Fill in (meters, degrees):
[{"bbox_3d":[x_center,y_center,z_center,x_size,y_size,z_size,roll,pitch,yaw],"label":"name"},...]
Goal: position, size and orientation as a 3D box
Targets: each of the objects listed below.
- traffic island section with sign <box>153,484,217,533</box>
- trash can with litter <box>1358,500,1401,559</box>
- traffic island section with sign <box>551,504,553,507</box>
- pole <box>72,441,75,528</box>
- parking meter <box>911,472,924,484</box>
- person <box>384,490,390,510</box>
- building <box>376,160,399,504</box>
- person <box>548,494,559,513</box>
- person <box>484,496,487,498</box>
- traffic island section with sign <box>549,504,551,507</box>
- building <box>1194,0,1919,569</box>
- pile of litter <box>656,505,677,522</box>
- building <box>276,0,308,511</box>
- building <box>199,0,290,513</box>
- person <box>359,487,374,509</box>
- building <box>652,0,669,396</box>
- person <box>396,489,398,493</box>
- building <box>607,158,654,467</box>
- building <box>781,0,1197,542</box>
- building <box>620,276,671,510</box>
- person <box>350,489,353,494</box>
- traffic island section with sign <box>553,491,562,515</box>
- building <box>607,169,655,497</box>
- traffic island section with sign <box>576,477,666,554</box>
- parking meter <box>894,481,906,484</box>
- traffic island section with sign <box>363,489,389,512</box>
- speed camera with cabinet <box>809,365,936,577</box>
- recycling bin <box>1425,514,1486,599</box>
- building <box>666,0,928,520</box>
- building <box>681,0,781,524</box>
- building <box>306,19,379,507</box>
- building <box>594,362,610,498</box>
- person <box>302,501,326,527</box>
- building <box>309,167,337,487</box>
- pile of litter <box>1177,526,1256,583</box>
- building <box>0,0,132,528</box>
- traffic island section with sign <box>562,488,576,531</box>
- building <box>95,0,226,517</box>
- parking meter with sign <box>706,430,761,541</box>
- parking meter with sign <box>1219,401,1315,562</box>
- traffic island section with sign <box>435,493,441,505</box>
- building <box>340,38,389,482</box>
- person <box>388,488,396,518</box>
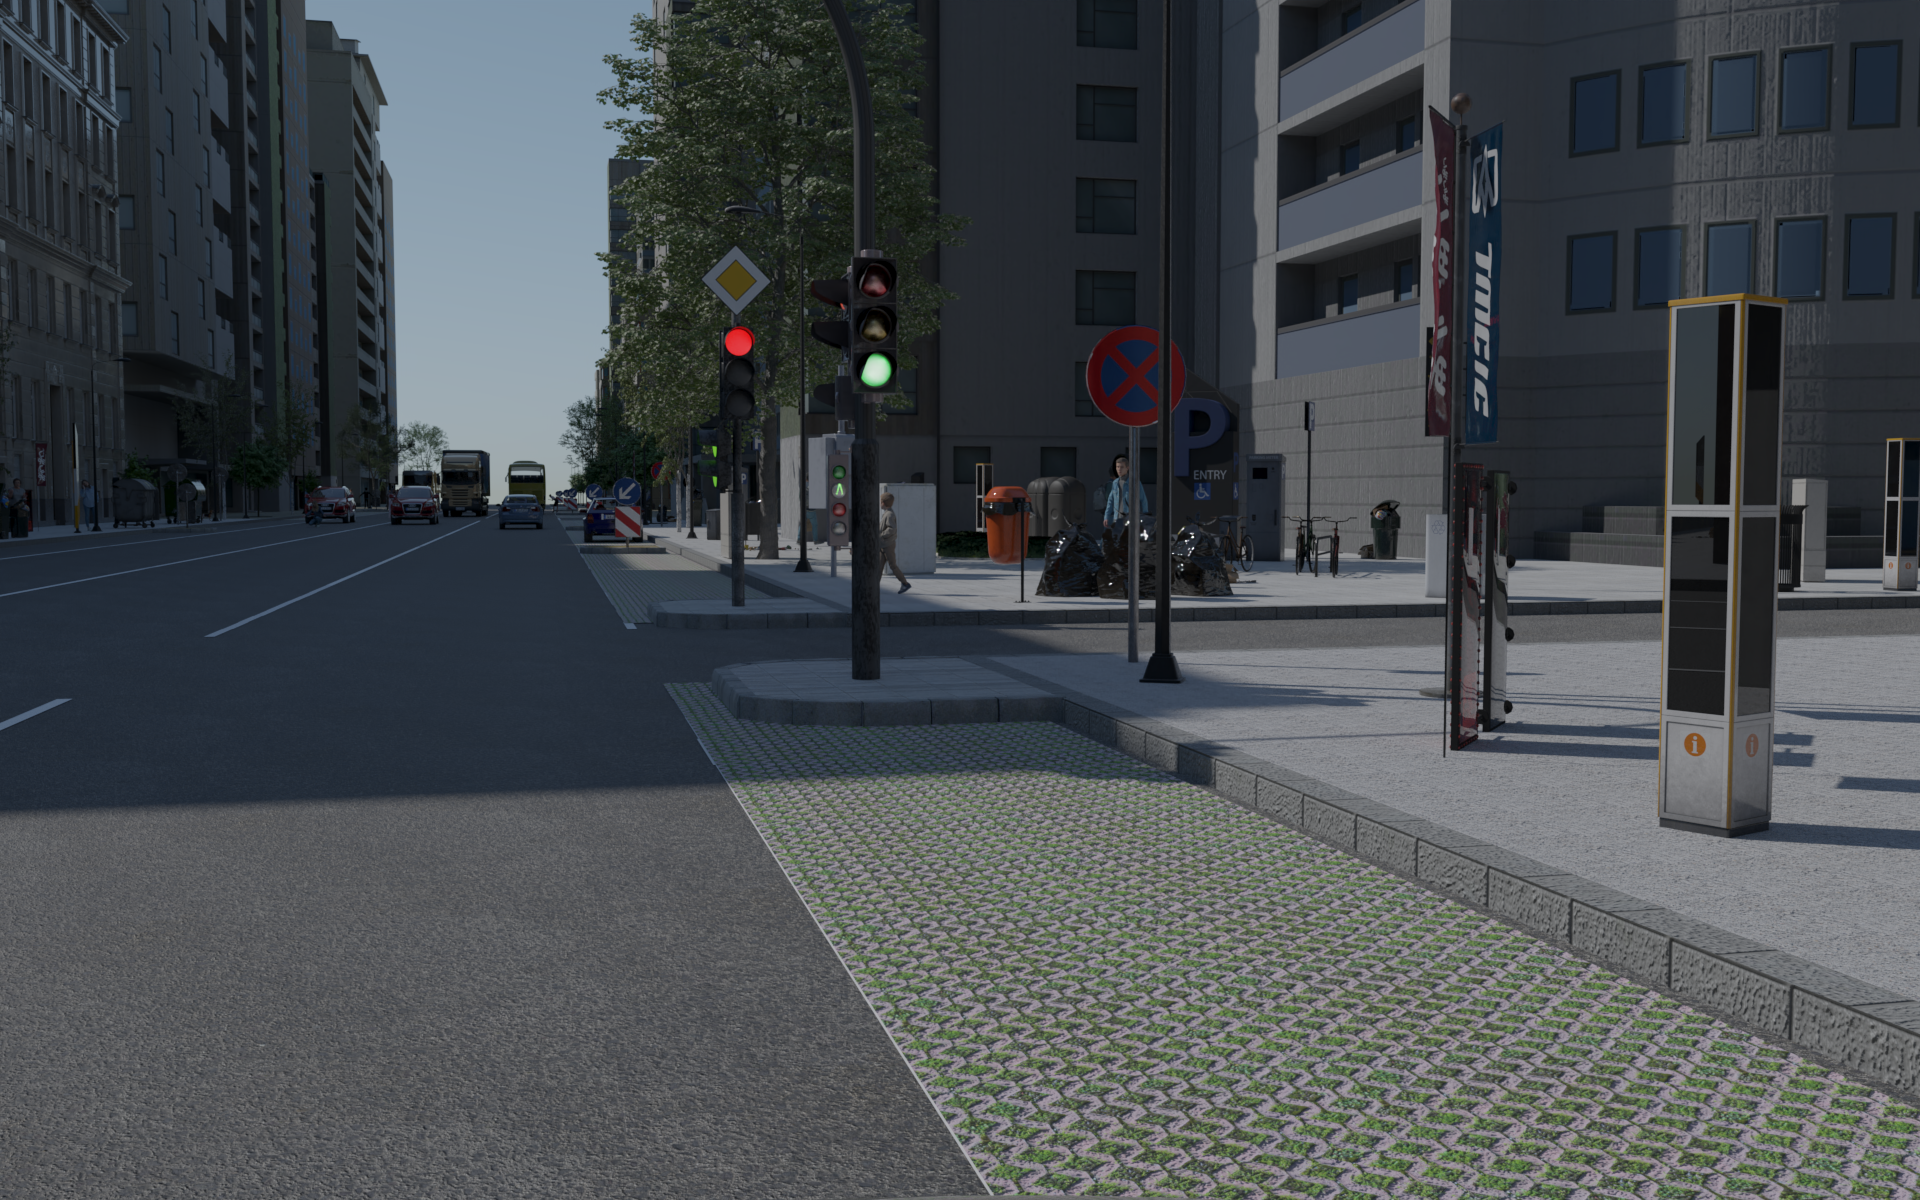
[{"bbox_3d":[-28.946,-3.433,64.765,1.989,1.847,2.006,-1,4,-14],"label":"traffic island section with sign"},{"bbox_3d":[8.198,-1.389,34.092,0.624,1.170,1.055,-1,4,-21],"label":"trash can with litter"},{"bbox_3d":[-32.617,-8.233,143.233,1.989,1.847,2.006,-1,4,-14],"label":"traffic island section with sign"},{"bbox_3d":[-33.830,-4.427,66.223,0.158,3.312,0.155,0,3,0],"label":"pole"},{"bbox_3d":[-1.135,-2.489,46.399,0.255,1.863,0.399,1,4,21],"label":"parking meter"},{"bbox_3d":[-50.468,-8.807,153.049,0.990,1.755,0.434,-3,4,-38],"label":"person"},{"bbox_3d":[-81.126,-35.161,224.991,14.600,45.320,14.200,-1,4,-14],"label":"building"},{"bbox_3d":[-31.390,-7.463,133.704,0.799,1.438,0.628,-1,4,-14],"label":"person"},{"bbox_3d":[-44.320,-9.247,160.513,1.217,1.723,0.721,-3,5,-42],"label":"person"},{"bbox_3d":[-45.541,-11.507,196.769,1.989,1.847,2.006,-1,4,-14],"label":"traffic island section with sign"},{"bbox_3d":[21.928,-30.431,39.543,28.212,58.520,21.231,-1,4,-14],"label":"building"},{"bbox_3d":[-13.403,-4.009,79.509,1.176,0.858,1.719,1,4,10],"label":"pile of litter"},{"bbox_3d":[-58.238,-29.555,133.334,14.600,45.320,14.200,-1,4,-14],"label":"building"},{"bbox_3d":[-55.229,-26.671,119.662,14.154,41.232,14.086,-1,4,-14],"label":"building"},{"bbox_3d":[-52.630,-9.045,153.556,1.348,1.869,0.705,-1,4,-14],"label":"person"},{"bbox_3d":[-7.829,-32.813,125.735,28.713,52.752,27.495,-1,4,-14],"label":"building"},{"bbox_3d":[-59.515,-10.835,183.197,0.705,1.823,1.348,1,4,14],"label":"person"},{"bbox_3d":[-36.433,-32.493,214.852,14.154,41.232,14.086,-1,4,-14],"label":"building"},{"bbox_3d":[1.062,-17.251,53.761,14.160,30.474,14.107,-1,4,-14],"label":"building"},{"bbox_3d":[-15.544,-18.926,154.480,27.650,21.520,28.899,-1,4,-14],"label":"building"},{"bbox_3d":[-56.798,-9.461,161.264,0.750,1.759,0.617,2,4,31],"label":"person"},{"bbox_3d":[-26.268,-6.619,116.840,1.989,1.847,2.006,-1,4,-14],"label":"traffic island section with sign"},{"bbox_3d":[-24.050,-30.965,198.152,32.217,40.220,23.993,-1,4,-14],"label":"building"},{"bbox_3d":[-8.212,-2.042,42.011,1.989,1.847,2.006,-1,4,-14],"label":"traffic island section with sign"},{"bbox_3d":[-1.258,-1.591,34.431,0.372,1.533,0.369,0,3,0],"label":"parking meter"},{"bbox_3d":[-46.949,-7.999,139.411,1.989,1.847,2.006,-1,4,-14],"label":"traffic island section with sign"},{"bbox_3d":[-1.369,-2.014,27.272,2.038,3.252,0.660,-2,4,-35],"label":"speed camera with cabinet"},{"bbox_3d":[6.252,-0.548,21.518,0.722,1.027,0.722,3,4,36],"label":"recycling bin"},{"bbox_3d":[-10.539,-20.317,103.877,14.160,30.474,14.107,-1,4,-14],"label":"building"},{"bbox_3d":[3.193,-23.914,82.874,32.217,40.220,23.993,-1,4,-14],"label":"building"},{"bbox_3d":[-73.037,-34.039,180.232,21.300,48.544,21.600,-1,4,-14],"label":"building"},{"bbox_3d":[-35.632,-24.046,238.196,27.650,21.520,28.899,-1,4,-14],"label":"building"},{"bbox_3d":[-28.059,-3.765,75.556,1.012,1.151,0.738,1,4,12],"label":"person"},{"bbox_3d":[-61.596,-22.995,147.670,14.160,30.474,14.107,-1,4,-14],"label":"building"},{"bbox_3d":[3.493,-0.671,24.943,1.719,0.858,1.176,0,4,-7],"label":"pile of litter"},{"bbox_3d":[-41.770,-16.538,67.656,12.463,27.353,25.104,-1,4,-14],"label":"building"},{"bbox_3d":[-14.534,-3.645,68.218,1.989,1.847,2.006,-1,4,-14],"label":"traffic island section with sign"},{"bbox_3d":[-57.419,-31.083,97.440,28.713,52.752,27.495,-1,4,-14],"label":"building"},{"bbox_3d":[-6.247,-3.157,47.873,1.738,3.016,0.543,2,4,30],"label":"parking meter with sign"},{"bbox_3d":[5.841,-2.253,33.092,1.738,3.016,0.543,1,4,23],"label":"parking meter with sign"},{"bbox_3d":[-66.379,-12.930,220.034,1.989,1.847,2.006,-1,4,-14],"label":"traffic island section with sign"},{"bbox_3d":[-82.623,-37.539,203.002,28.713,52.752,27.495,-1,4,-14],"label":"building"},{"bbox_3d":[-31.201,-5.271,95.352,0.621,1.740,0.551,1,4,20],"label":"person"}]
